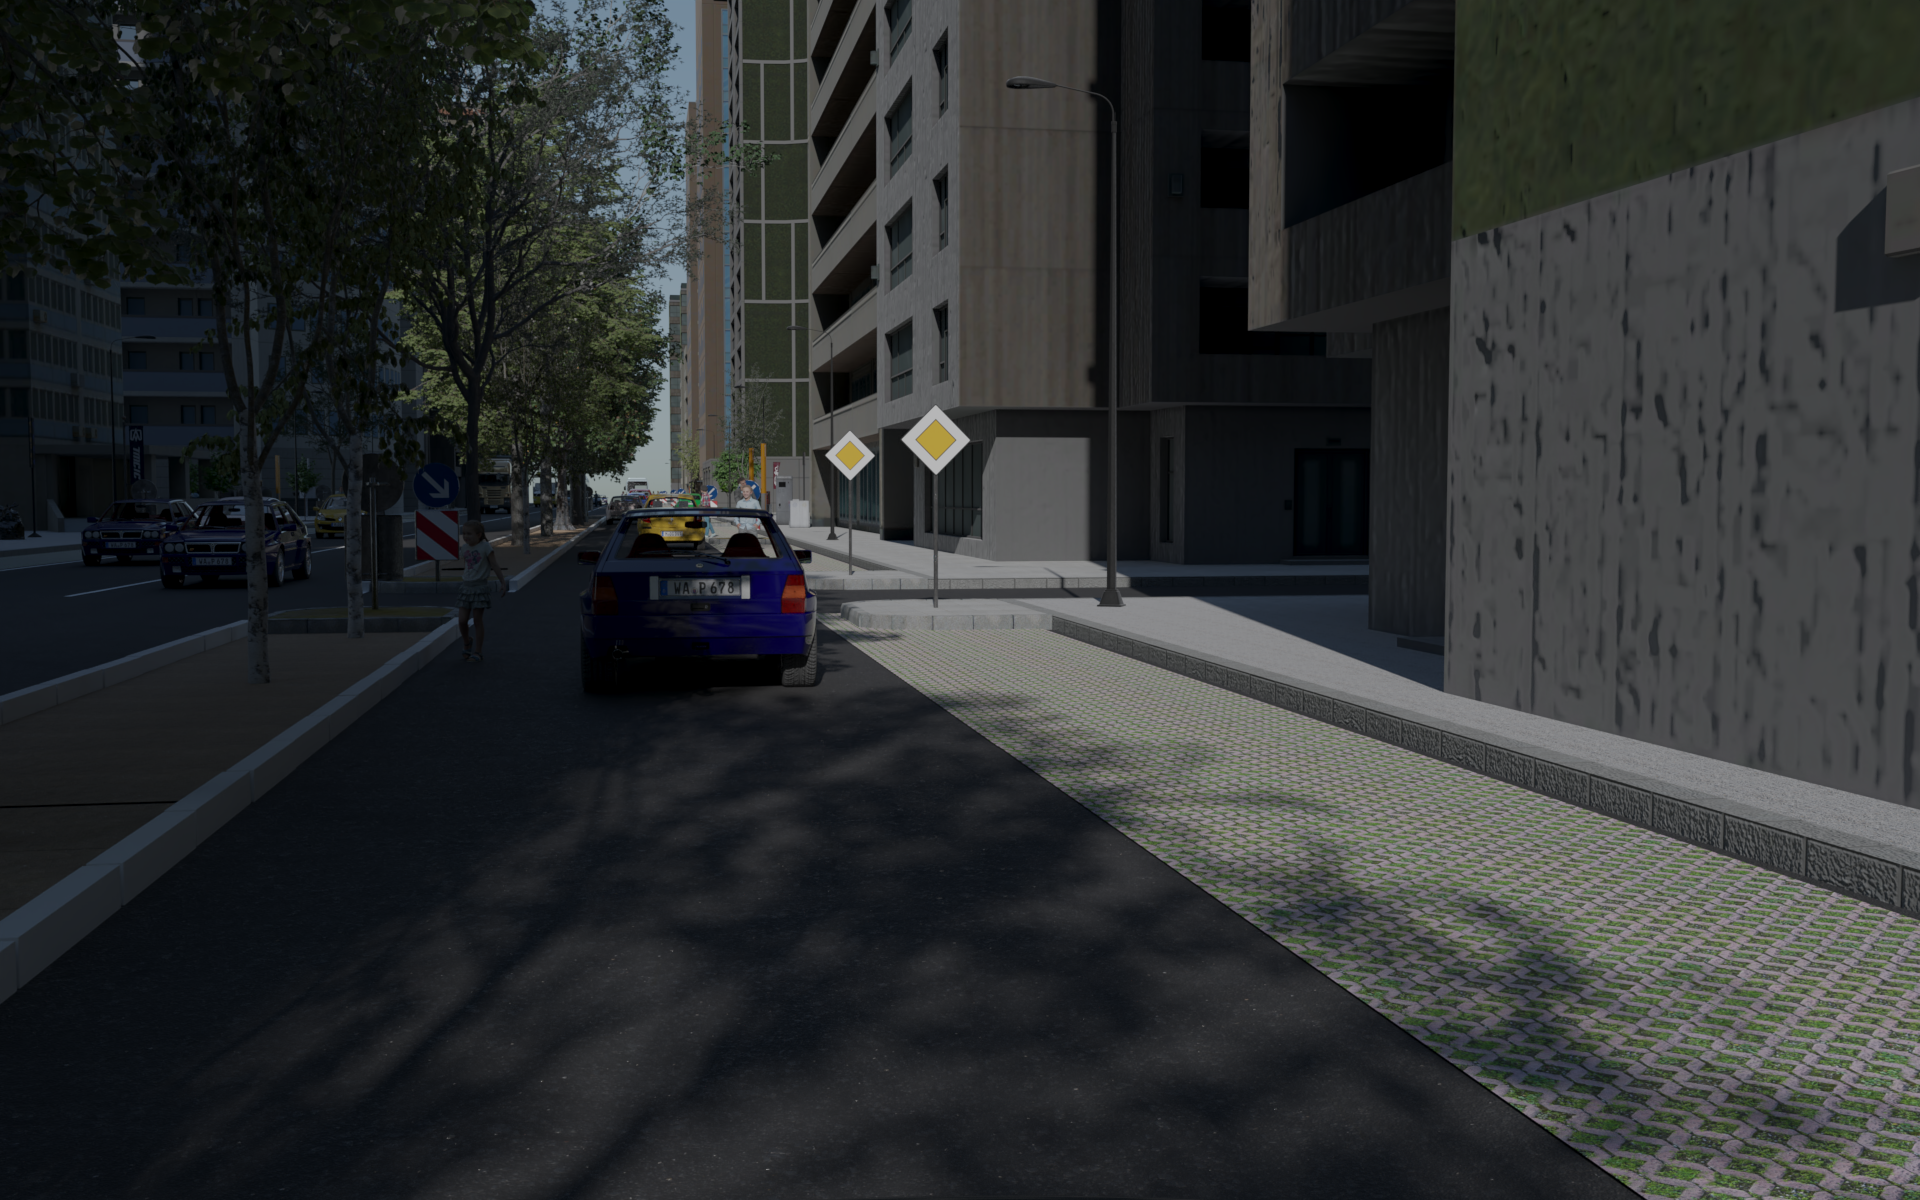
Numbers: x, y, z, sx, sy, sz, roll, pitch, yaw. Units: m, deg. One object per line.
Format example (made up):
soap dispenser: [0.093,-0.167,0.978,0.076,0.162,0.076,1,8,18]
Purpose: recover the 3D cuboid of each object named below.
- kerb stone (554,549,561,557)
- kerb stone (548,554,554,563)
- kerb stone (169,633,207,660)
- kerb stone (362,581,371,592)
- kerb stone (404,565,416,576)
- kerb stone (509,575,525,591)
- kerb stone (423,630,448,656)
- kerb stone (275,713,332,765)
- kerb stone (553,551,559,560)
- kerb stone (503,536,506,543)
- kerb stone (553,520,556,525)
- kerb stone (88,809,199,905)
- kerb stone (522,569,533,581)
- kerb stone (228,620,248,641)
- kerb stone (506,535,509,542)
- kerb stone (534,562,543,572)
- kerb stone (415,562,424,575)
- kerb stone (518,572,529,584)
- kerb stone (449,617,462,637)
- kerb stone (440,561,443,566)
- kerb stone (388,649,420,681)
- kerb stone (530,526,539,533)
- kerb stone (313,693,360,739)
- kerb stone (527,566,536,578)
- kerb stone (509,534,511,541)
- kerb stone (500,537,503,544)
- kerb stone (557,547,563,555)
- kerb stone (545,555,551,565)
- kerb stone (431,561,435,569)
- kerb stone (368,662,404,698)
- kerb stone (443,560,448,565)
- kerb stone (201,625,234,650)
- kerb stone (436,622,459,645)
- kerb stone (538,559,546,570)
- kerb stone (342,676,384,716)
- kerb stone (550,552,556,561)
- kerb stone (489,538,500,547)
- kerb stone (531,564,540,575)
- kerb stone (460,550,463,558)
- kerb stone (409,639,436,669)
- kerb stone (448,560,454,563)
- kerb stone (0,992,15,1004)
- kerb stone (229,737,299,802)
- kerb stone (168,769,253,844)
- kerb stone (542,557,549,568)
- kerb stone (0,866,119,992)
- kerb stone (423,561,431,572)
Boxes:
kerb stone: [-8.960,-0.984,38.281,0.120,0.150,1.000,-1,4,-10]
kerb stone: [-8.405,-0.799,35.266,0.120,0.150,1.000,-1,4,-10]
kerb stone: [-6.820,0.429,15.197,0.120,0.150,1.000,-1,4,-10]
kerb stone: [-8.788,-0.216,25.795,0.120,0.150,1.000,-1,4,-10]
kerb stone: [-9.539,-0.463,29.848,0.120,0.150,1.000,-1,4,-10]
kerb stone: [-6.719,-0.245,26.194,0.120,0.150,1.000,-1,4,-10]
kerb stone: [-4.746,0.404,15.583,0.120,0.150,1.000,-1,4,-10]
kerb stone: [-3.627,0.776,9.541,0.120,0.150,1.000,-1,4,-10]
kerb stone: [-8.778,-0.916,37.276,0.120,0.150,1.000,-1,4,-10]
kerb stone: [-13.280,-1.699,49.979,0.120,0.150,1.000,-1,4,-10]
kerb stone: [-19.842,-3.858,85.277,0.120,0.150,1.000,-1,4,-10]
kerb stone: [-3.061,0.959,6.509,0.120,0.150,1.000,-1,4,-10]
kerb stone: [-7.097,-0.368,28.215,0.120,0.150,1.000,-1,4,-10]
kerb stone: [-7.181,0.309,17.213,0.120,0.150,1.000,-1,4,-10]
kerb stone: [-13.460,-1.761,50.985,0.120,0.150,1.000,-1,4,-10]
kerb stone: [-7.658,-0.553,31.232,0.120,0.150,1.000,-1,4,-10]
kerb stone: [-9.712,-0.530,30.855,0.120,0.150,1.000,-1,4,-10]
kerb stone: [-6.908,-0.304,27.202,0.120,0.150,1.000,-1,4,-10]
kerb stone: [-5.119,0.286,17.595,0.120,0.150,1.000,-1,4,-10]
kerb stone: [-10.281,-0.712,33.871,0.120,0.150,1.000,-1,4,-10]
kerb stone: [-4.378,0.528,13.569,0.120,0.150,1.000,-1,4,-10]
kerb stone: [-16.270,-2.686,66.110,0.120,0.150,1.000,-1,4,-10]
kerb stone: [-3.811,0.715,10.547,0.120,0.150,1.000,-1,4,-10]
kerb stone: [-7.283,-0.427,29.220,0.120,0.150,1.000,-1,4,-10]
kerb stone: [-13.655,-1.820,51.998,0.120,0.150,1.000,-1,4,-10]
kerb stone: [-13.087,-1.638,48.974,0.120,0.150,1.000,-1,4,-10]
kerb stone: [-9.153,-1.045,39.285,0.120,0.150,1.000,-1,4,-10]
kerb stone: [-8.223,-0.738,34.258,0.120,0.150,1.000,-1,4,-10]
kerb stone: [-10.091,-0.652,32.864,0.120,0.150,1.000,-1,4,-10]
kerb stone: [-4.182,0.591,12.562,0.120,0.150,1.000,-1,4,-10]
kerb stone: [-10.469,-0.776,34.875,0.120,0.150,1.000,-1,4,-10]
kerb stone: [-6.999,0.366,16.204,0.120,0.150,1.000,-1,4,-10]
kerb stone: [-4.939,0.343,16.588,0.120,0.150,1.000,-1,4,-10]
kerb stone: [-7.846,-0.614,32.237,0.120,0.150,1.000,-1,4,-10]
kerb stone: [-3.999,0.651,11.556,0.120,0.150,1.000,-1,4,-10]
kerb stone: [-8.594,-0.861,36.270,0.120,0.150,1.000,-1,4,-10]
kerb stone: [-12.905,-1.576,47.968,0.120,0.150,1.000,-1,4,-10]
kerb stone: [-7.470,-0.491,30.227,0.120,0.150,1.000,-1,4,-10]
kerb stone: [-11.033,-0.960,37.896,0.120,0.150,1.000,-1,4,-10]
kerb stone: [-4.554,0.467,14.576,0.120,0.150,1.000,-1,4,-10]
kerb stone: [-10.651,-0.837,35.885,0.120,0.150,1.000,-1,4,-10]
kerb stone: [-2.687,1.087,4.488,0.120,0.150,1.000,-1,4,-10]
kerb stone: [-3.435,0.835,8.537,0.120,0.150,1.000,-1,4,-10]
kerb stone: [-3.254,0.898,7.520,0.120,0.150,1.000,-1,4,-10]
kerb stone: [-8.026,-0.676,33.252,0.120,0.150,1.000,-1,4,-10]
kerb stone: [-2.874,1.022,5.493,0.120,0.150,1.000,-1,4,-10]
kerb stone: [-9.902,-0.591,31.859,0.120,0.150,1.000,-1,4,-10]
